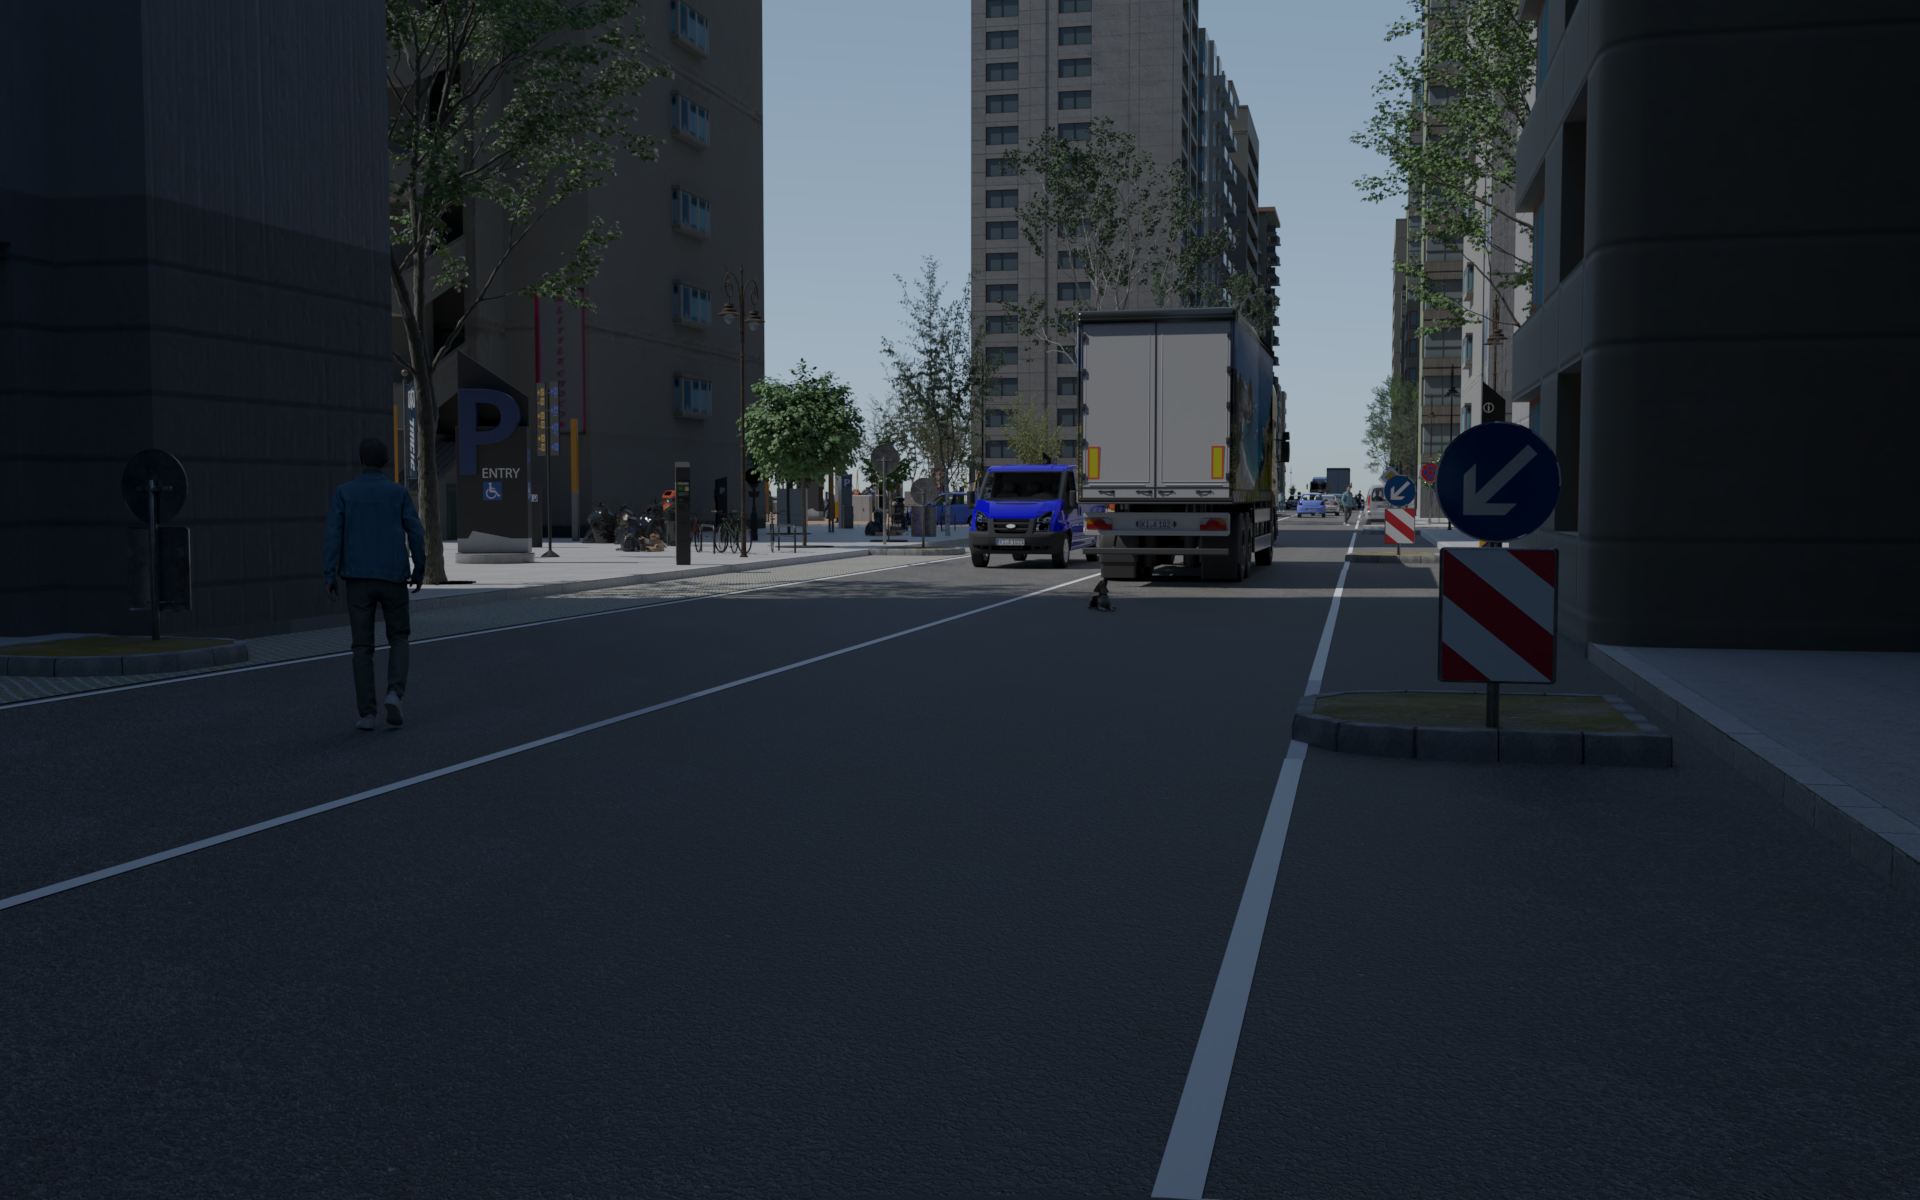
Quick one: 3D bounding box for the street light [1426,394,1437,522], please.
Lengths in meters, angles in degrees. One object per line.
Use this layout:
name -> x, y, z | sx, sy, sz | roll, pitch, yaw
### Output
street light -> 21.669, -6.541, 79.727 | 0.468, 5.910, 1.993 | 1, 4, 13

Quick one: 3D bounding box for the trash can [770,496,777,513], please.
trash can -> -11.900, -6.129, 111.862 | 0.748, 1.137, 0.748 | 0, 3, 0

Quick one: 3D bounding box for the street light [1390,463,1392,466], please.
street light -> 43.958, -12.355, 174.793 | 0.468, 5.910, 1.993 | 1, 4, 13

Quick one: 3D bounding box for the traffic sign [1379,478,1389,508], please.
traffic sign -> 17.324, -4.064, 70.091 | 0.795, 2.450, 0.064 | 1, 4, 13

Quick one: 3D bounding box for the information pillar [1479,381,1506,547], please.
information pillar -> 10.972, -2.715, 35.745 | 0.504, 3.616, 0.183 | 1, 4, 14

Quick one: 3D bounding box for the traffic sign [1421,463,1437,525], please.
traffic sign -> 19.422, -4.368, 71.516 | 0.768, 2.556, 0.104 | 1, 4, 19

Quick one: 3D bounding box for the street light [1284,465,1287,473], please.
street light -> 50.908, -18.251, 271.196 | 0.468, 5.910, 1.993 | 1, 4, 13

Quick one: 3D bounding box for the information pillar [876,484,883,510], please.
information pillar -> -3.946, -4.932, 85.127 | 0.304, 2.012, 0.304 | -2, 4, -27

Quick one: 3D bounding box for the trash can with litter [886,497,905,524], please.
trash can with litter -> -2.759, -3.856, 74.428 | 0.624, 1.170, 1.055 | -1, 4, -20

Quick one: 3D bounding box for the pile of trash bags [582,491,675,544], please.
pile of trash bags -> -8.202, -2.132, 44.618 | 3.447, 1.369, 1.912 | 3, 5, 44

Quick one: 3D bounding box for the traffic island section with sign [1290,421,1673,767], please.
traffic island section with sign -> 2.999, -0.098, 10.223 | 1.989, 1.847, 2.006 | 1, 4, 13

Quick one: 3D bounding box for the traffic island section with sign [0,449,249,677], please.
traffic island section with sign -> -7.124, -0.356, 14.449 | 1.989, 1.847, 2.006 | 1, 4, 13

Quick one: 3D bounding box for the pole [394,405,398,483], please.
pole -> -13.024, -2.812, 39.821 | 0.158, 3.312, 0.155 | 0, 3, 0

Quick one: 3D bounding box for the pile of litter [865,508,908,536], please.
pile of litter -> -2.257, -2.430, 53.688 | 1.719, 0.858, 1.176 | -3, 5, -39

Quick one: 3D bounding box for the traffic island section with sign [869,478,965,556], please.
traffic island section with sign -> -0.942, -1.972, 40.869 | 1.989, 1.847, 2.006 | 1, 4, 13

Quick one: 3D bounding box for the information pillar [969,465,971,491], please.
information pillar -> 0.776, -8.543, 131.033 | 0.183, 3.616, 0.504 | 1, 4, 9

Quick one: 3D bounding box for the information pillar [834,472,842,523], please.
information pillar -> -5.307, -5.218, 76.669 | 0.504, 3.616, 0.183 | 0, 4, 5

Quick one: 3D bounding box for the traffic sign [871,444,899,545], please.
traffic sign -> -1.917, -2.683, 43.972 | 0.768, 2.556, 0.104 | 1, 4, 16

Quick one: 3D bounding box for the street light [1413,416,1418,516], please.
street light -> 26.526, -7.821, 100.653 | 0.468, 5.910, 1.993 | 1, 4, 13

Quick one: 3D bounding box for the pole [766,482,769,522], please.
pole -> -8.776, -5.191, 78.717 | 0.158, 3.312, 0.155 | 0, 3, 0

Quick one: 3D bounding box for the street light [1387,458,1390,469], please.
street light -> 48.937, -13.668, 196.252 | 0.468, 5.910, 1.993 | 1, 4, 13

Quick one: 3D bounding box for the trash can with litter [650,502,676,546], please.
trash can with litter -> -7.180, -1.896, 42.395 | 1.055, 1.170, 0.624 | -2, 4, -25

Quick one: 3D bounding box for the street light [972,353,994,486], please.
street light -> 0.742, -5.141, 56.849 | 0.468, 5.910, 1.993 | 1, 4, 13

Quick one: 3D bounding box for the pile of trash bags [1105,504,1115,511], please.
pile of trash bags -> 6.722, -4.748, 87.388 | 3.447, 1.369, 1.912 | 3, 5, 44

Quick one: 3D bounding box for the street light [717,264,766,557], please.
street light -> -4.384, -3.802, 34.942 | 0.468, 5.910, 1.993 | 1, 4, 13

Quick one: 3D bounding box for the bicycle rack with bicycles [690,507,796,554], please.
bicycle rack with bicycles -> -4.765, -1.504, 37.973 | 2.852, 0.926, 2.925 | -1, 4, -16

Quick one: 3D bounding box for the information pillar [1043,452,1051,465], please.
information pillar -> 4.710, -6.290, 94.200 | 0.504, 3.616, 0.183 | 1, 4, 8

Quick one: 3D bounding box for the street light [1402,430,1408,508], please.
street light -> 31.399, -9.111, 121.752 | 0.468, 5.910, 1.993 | 1, 4, 13

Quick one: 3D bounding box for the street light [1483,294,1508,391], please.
street light -> 12.413, -4.127, 40.263 | 0.468, 5.910, 1.993 | 1, 4, 13

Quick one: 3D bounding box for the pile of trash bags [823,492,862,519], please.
pile of trash bags -> -6.479, -5.296, 96.334 | 1.912, 1.369, 3.447 | 2, 4, 30

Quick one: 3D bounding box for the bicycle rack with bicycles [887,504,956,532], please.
bicycle rack with bicycles -> -1.422, -2.844, 59.878 | 2.852, 0.926, 2.925 | 1, 4, 16

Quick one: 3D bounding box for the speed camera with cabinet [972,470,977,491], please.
speed camera with cabinet -> 1.989, -8.868, 139.326 | 2.038, 3.252, 0.660 | 0, 4, 3

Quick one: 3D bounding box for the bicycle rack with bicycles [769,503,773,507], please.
bicycle rack with bicycles -> -12.055, -5.084, 96.511 | 2.925, 0.926, 2.852 | 3, 5, 45

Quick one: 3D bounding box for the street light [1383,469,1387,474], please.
street light -> 58.024, -16.036, 234.972 | 0.468, 5.910, 1.993 | 1, 4, 13

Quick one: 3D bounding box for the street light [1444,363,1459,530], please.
street light -> 17.423, -5.423, 61.460 | 0.468, 5.910, 1.993 | 1, 4, 13

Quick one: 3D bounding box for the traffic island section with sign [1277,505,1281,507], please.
traffic island section with sign -> 35.335, -11.453, 195.879 | 1.989, 1.847, 2.006 | 1, 4, 13

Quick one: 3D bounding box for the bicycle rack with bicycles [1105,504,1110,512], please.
bicycle rack with bicycles -> 10.654, -7.031, 128.341 | 2.925, 0.926, 2.852 | -3, 5, -42

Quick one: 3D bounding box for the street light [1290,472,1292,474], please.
street light -> 55.793, -19.524, 292.009 | 0.468, 5.910, 1.993 | 1, 4, 13

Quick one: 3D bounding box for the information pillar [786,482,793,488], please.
information pillar -> -8.925, -5.272, 90.685 | 0.304, 2.012, 0.304 | -2, 4, -35

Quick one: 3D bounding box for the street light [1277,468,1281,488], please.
street light -> 46.120, -16.984, 250.480 | 0.468, 5.910, 1.993 | 1, 4, 13

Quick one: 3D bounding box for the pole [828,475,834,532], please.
pole -> -4.322, -3.926, 58.029 | 0.158, 3.312, 0.155 | 0, 3, 0

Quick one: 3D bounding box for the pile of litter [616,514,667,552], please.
pile of litter -> -7.188, -1.529, 38.963 | 1.176, 0.858, 1.719 | 0, 4, -4

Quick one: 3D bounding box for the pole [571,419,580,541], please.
pole -> -10.440, -3.250, 46.983 | 0.158, 3.312, 0.155 | 0, 3, 0
